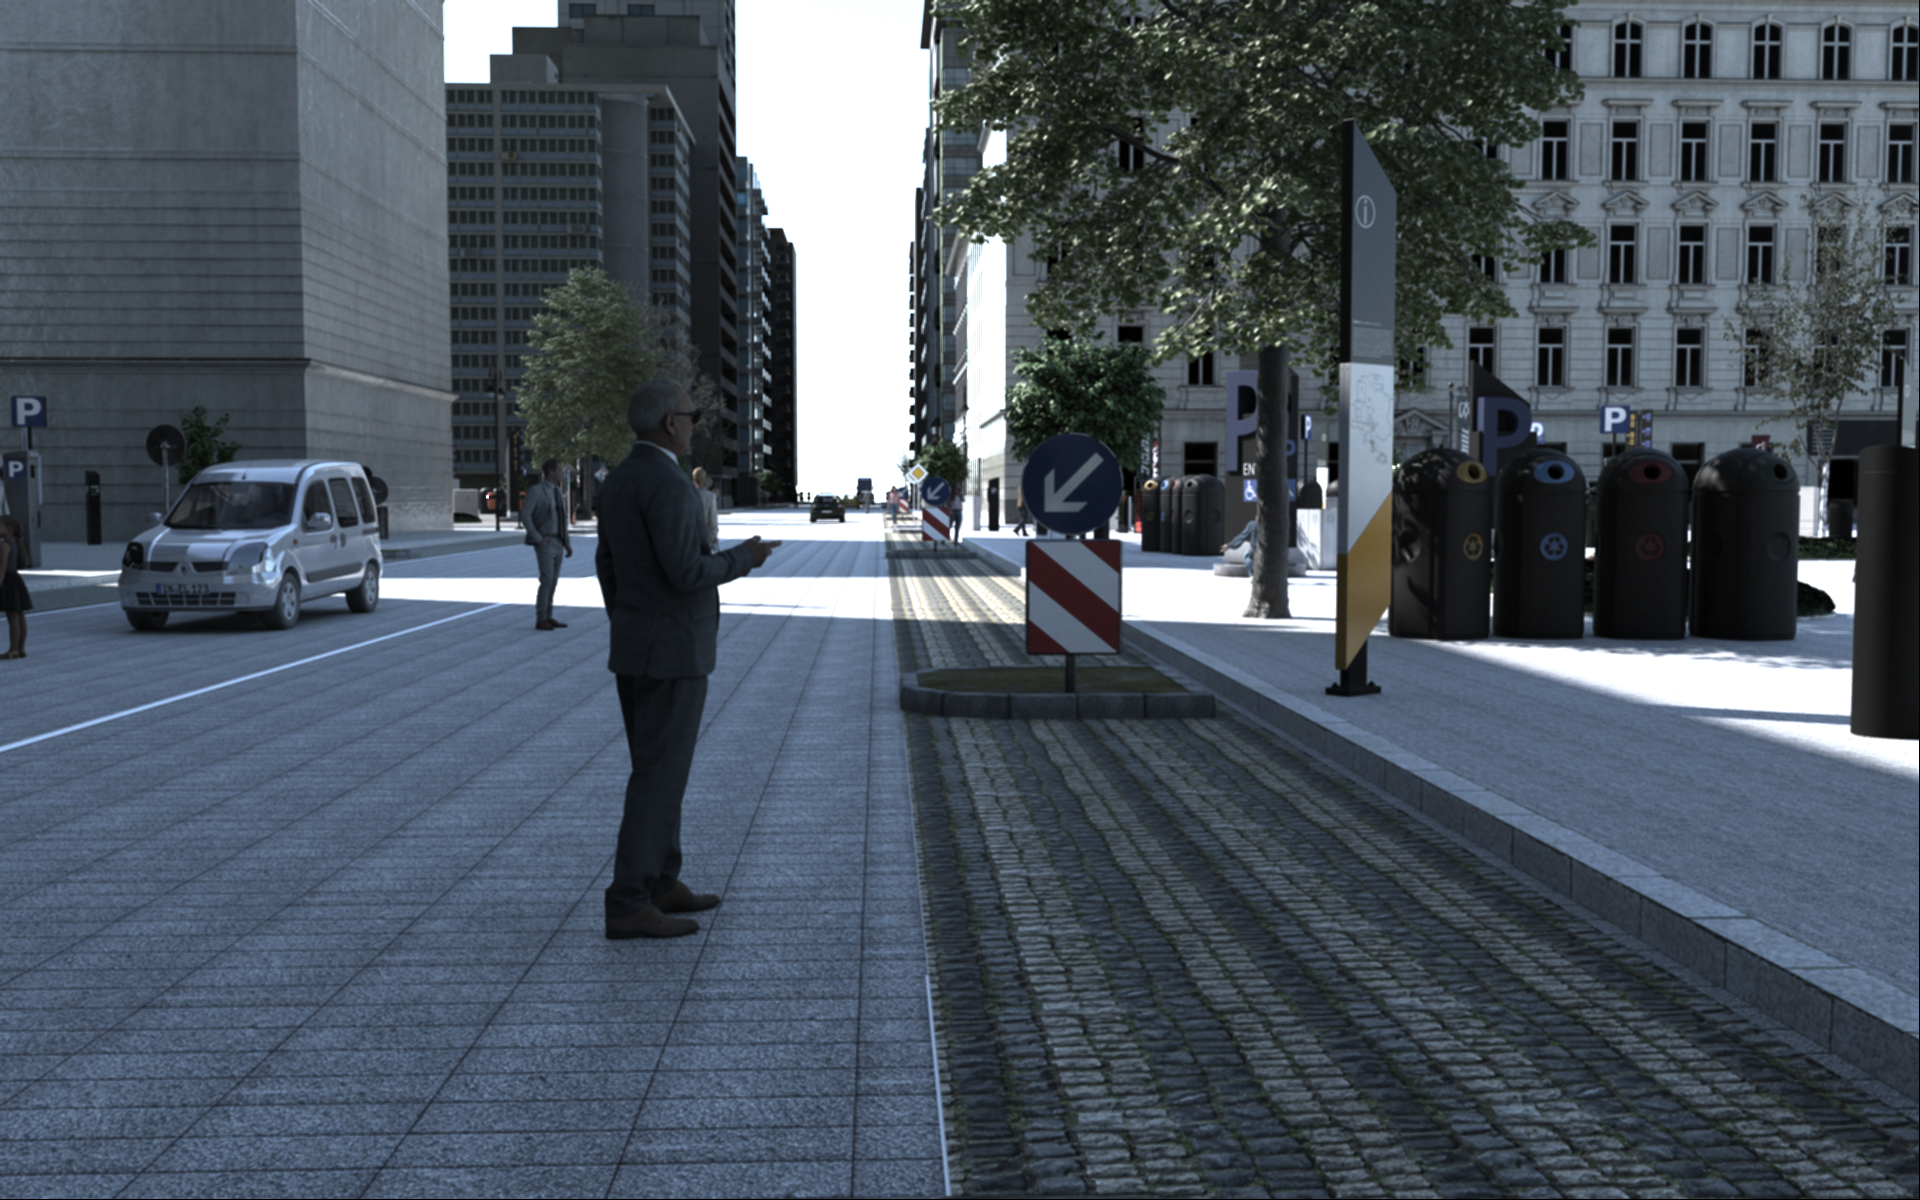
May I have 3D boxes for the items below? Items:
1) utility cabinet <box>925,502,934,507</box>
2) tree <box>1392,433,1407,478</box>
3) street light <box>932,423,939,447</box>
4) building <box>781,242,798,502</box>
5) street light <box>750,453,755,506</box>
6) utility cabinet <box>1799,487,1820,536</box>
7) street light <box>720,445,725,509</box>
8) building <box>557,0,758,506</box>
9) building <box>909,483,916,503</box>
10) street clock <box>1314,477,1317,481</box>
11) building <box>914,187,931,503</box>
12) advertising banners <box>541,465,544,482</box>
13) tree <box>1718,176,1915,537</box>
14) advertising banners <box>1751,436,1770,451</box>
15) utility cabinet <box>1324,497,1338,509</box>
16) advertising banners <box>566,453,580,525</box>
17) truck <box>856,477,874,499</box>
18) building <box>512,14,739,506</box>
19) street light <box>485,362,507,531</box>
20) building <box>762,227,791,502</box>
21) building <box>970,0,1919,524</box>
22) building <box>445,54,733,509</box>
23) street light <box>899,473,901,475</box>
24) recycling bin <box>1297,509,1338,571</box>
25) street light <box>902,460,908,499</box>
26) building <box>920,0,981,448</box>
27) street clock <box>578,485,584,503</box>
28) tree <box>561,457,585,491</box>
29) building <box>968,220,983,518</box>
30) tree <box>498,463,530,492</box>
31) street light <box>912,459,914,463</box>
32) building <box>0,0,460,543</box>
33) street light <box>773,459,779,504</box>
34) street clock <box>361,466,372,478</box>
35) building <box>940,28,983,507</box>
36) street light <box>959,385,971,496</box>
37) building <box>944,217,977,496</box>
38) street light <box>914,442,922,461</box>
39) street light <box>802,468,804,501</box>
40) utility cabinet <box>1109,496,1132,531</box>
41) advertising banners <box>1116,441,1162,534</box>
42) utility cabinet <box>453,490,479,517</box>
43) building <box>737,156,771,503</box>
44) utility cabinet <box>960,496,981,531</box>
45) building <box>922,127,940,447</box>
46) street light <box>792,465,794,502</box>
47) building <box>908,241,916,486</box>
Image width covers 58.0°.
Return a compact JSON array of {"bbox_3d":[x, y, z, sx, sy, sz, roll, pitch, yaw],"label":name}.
[{"bbox_3d":[-1.858,-5.920,107.955,0.306,1.237,1.020,2,4,25],"label":"utility cabinet"},{"bbox_3d":[13.510,-3.650,54.281,1.663,3.219,1.824,0,3,0],"label":"tree"},{"bbox_3d":[-1.538,-8.403,110.172,0.468,5.910,1.993,0,4,-3],"label":"street light"},{"bbox_3d":[-35.096,-39.562,296.949,14.600,45.320,14.200,0,4,-3],"label":"building"},{"bbox_3d":[-22.014,-12.928,184.164,0.468,5.910,1.993,0,4,-3],"label":"street light"},{"bbox_3d":[25.279,-2.666,52.261,0.318,1.500,1.173,-2,4,-35],"label":"utility cabinet"},{"bbox_3d":[-20.330,-10.722,148.088,0.468,5.910,1.993,0,4,-3],"label":"street light"},{"bbox_3d":[-34.207,-46.628,200.613,20.563,71.187,20.611,0,4,-3],"label":"building"},{"bbox_3d":[8.447,-35.096,265.703,32.217,40.220,23.993,0,4,-3],"label":"building"},{"bbox_3d":[14.898,-4.115,71.851,0.471,2.002,0.358,3,4,39],"label":"street clock"},{"bbox_3d":[0.504,-36.452,246.100,14.600,45.320,14.200,0,4,-3],"label":"building"},{"bbox_3d":[-25.252,-6.588,103.905,0.090,3.025,2.074,0,4,6],"label":"advertising banners"},{"bbox_3d":[20.373,-5.536,40.884,4.360,8.622,3.978,0,3,0],"label":"tree"},{"bbox_3d":[22.949,-3.381,51.469,2.074,3.025,0.090,1,4,9],"label":"advertising banners"},{"bbox_3d":[8.752,-1.713,39.166,1.020,1.237,0.306,0,4,0],"label":"utility cabinet"},{"bbox_3d":[-16.346,-4.700,73.040,0.090,3.025,2.074,0,4,7],"label":"advertising banners"},{"bbox_3d":[-15.147,-17.286,272.384,2.967,4.110,18.799,0,4,-2],"label":"truck"},{"bbox_3d":[-34.763,-34.036,180.190,21.300,48.544,21.600,0,4,-3],"label":"building"},{"bbox_3d":[-16.268,-5.383,60.796,0.468,5.910,1.993,0,4,-3],"label":"street light"},{"bbox_3d":[-38.461,-37.954,275.175,22.147,44.769,28.867,0,4,-3],"label":"building"},{"bbox_3d":[22.935,-18.640,81.177,44.131,29.872,17.030,0,4,-3],"label":"building"},{"bbox_3d":[-37.519,-28.471,157.389,32.217,40.220,23.993,0,4,-3],"label":"building"},{"bbox_3d":[-8.993,-18.155,269.620,0.468,5.910,1.993,0,4,-3],"label":"street light"},{"bbox_3d":[6.186,-1.024,29.293,0.722,1.027,0.722,-2,4,-26],"label":"recycling bin"},{"bbox_3d":[-7.328,-15.935,233.323,0.468,5.910,1.993,0,4,-3],"label":"street light"},{"bbox_3d":[10.594,-35.954,177.080,28.713,52.752,27.495,0,4,-3],"label":"building"},{"bbox_3d":[-30.003,-8.118,137.300,0.471,2.002,0.358,2,4,24],"label":"street clock"},{"bbox_3d":[-32.490,-9.770,143.449,4.285,4.588,4.351,0,3,0],"label":"tree"},{"bbox_3d":[6.060,-14.900,98.373,10.420,20.320,16.860,0,4,-3],"label":"building"},{"bbox_3d":[-23.613,-6.005,92.783,1.663,3.219,1.824,0,3,0],"label":"tree"},{"bbox_3d":[-5.042,-13.064,186.378,0.468,5.910,1.993,0,4,-3],"label":"street light"},{"bbox_3d":[-39.116,-16.860,52.077,44.131,29.872,17.030,0,4,-3],"label":"building"},{"bbox_3d":[-23.639,-15.135,220.242,0.468,5.910,1.993,0,4,-3],"label":"street light"},{"bbox_3d":[-15.608,-2.489,45.259,0.471,2.002,0.358,1,4,21],"label":"street clock"},{"bbox_3d":[5.173,-28.918,156.408,14.154,41.232,14.086,0,4,-3],"label":"building"},{"bbox_3d":[0.197,-6.149,73.316,0.468,5.910,1.993,0,4,-3],"label":"street light"},{"bbox_3d":[4.159,-16.881,126.919,10.553,20.767,40.483,0,4,-3],"label":"building"},{"bbox_3d":[-3.477,-10.857,150.297,0.468,5.910,1.993,0,4,-3],"label":"street light"},{"bbox_3d":[-27.536,-20.288,304.493,0.468,5.910,1.993,0,4,-3],"label":"street light"},{"bbox_3d":[5.560,-3.054,61.089,1.020,1.237,0.306,3,5,41],"label":"utility cabinet"},{"bbox_3d":[5.813,-3.674,56.253,0.090,3.025,2.074,-3,4,-38],"label":"advertising banners"},{"bbox_3d":[-24.201,-4.657,84.817,1.173,1.500,0.318,-1,4,-23],"label":"utility cabinet"},{"bbox_3d":[-38.524,-38.263,245.211,23.786,49.044,30.456,0,4,-3],"label":"building"},{"bbox_3d":[0.368,-3.006,60.308,0.306,1.237,1.020,-2,4,-28],"label":"utility cabinet"},{"bbox_3d":[6.760,-35.910,206.742,23.786,49.044,30.456,0,4,-3],"label":"building"},{"bbox_3d":[-25.829,-18.081,268.419,0.468,5.910,1.993,0,4,-3],"label":"street light"},{"bbox_3d":[2.348,-38.990,292.103,22.147,44.769,28.867,0,4,-3],"label":"building"}]
